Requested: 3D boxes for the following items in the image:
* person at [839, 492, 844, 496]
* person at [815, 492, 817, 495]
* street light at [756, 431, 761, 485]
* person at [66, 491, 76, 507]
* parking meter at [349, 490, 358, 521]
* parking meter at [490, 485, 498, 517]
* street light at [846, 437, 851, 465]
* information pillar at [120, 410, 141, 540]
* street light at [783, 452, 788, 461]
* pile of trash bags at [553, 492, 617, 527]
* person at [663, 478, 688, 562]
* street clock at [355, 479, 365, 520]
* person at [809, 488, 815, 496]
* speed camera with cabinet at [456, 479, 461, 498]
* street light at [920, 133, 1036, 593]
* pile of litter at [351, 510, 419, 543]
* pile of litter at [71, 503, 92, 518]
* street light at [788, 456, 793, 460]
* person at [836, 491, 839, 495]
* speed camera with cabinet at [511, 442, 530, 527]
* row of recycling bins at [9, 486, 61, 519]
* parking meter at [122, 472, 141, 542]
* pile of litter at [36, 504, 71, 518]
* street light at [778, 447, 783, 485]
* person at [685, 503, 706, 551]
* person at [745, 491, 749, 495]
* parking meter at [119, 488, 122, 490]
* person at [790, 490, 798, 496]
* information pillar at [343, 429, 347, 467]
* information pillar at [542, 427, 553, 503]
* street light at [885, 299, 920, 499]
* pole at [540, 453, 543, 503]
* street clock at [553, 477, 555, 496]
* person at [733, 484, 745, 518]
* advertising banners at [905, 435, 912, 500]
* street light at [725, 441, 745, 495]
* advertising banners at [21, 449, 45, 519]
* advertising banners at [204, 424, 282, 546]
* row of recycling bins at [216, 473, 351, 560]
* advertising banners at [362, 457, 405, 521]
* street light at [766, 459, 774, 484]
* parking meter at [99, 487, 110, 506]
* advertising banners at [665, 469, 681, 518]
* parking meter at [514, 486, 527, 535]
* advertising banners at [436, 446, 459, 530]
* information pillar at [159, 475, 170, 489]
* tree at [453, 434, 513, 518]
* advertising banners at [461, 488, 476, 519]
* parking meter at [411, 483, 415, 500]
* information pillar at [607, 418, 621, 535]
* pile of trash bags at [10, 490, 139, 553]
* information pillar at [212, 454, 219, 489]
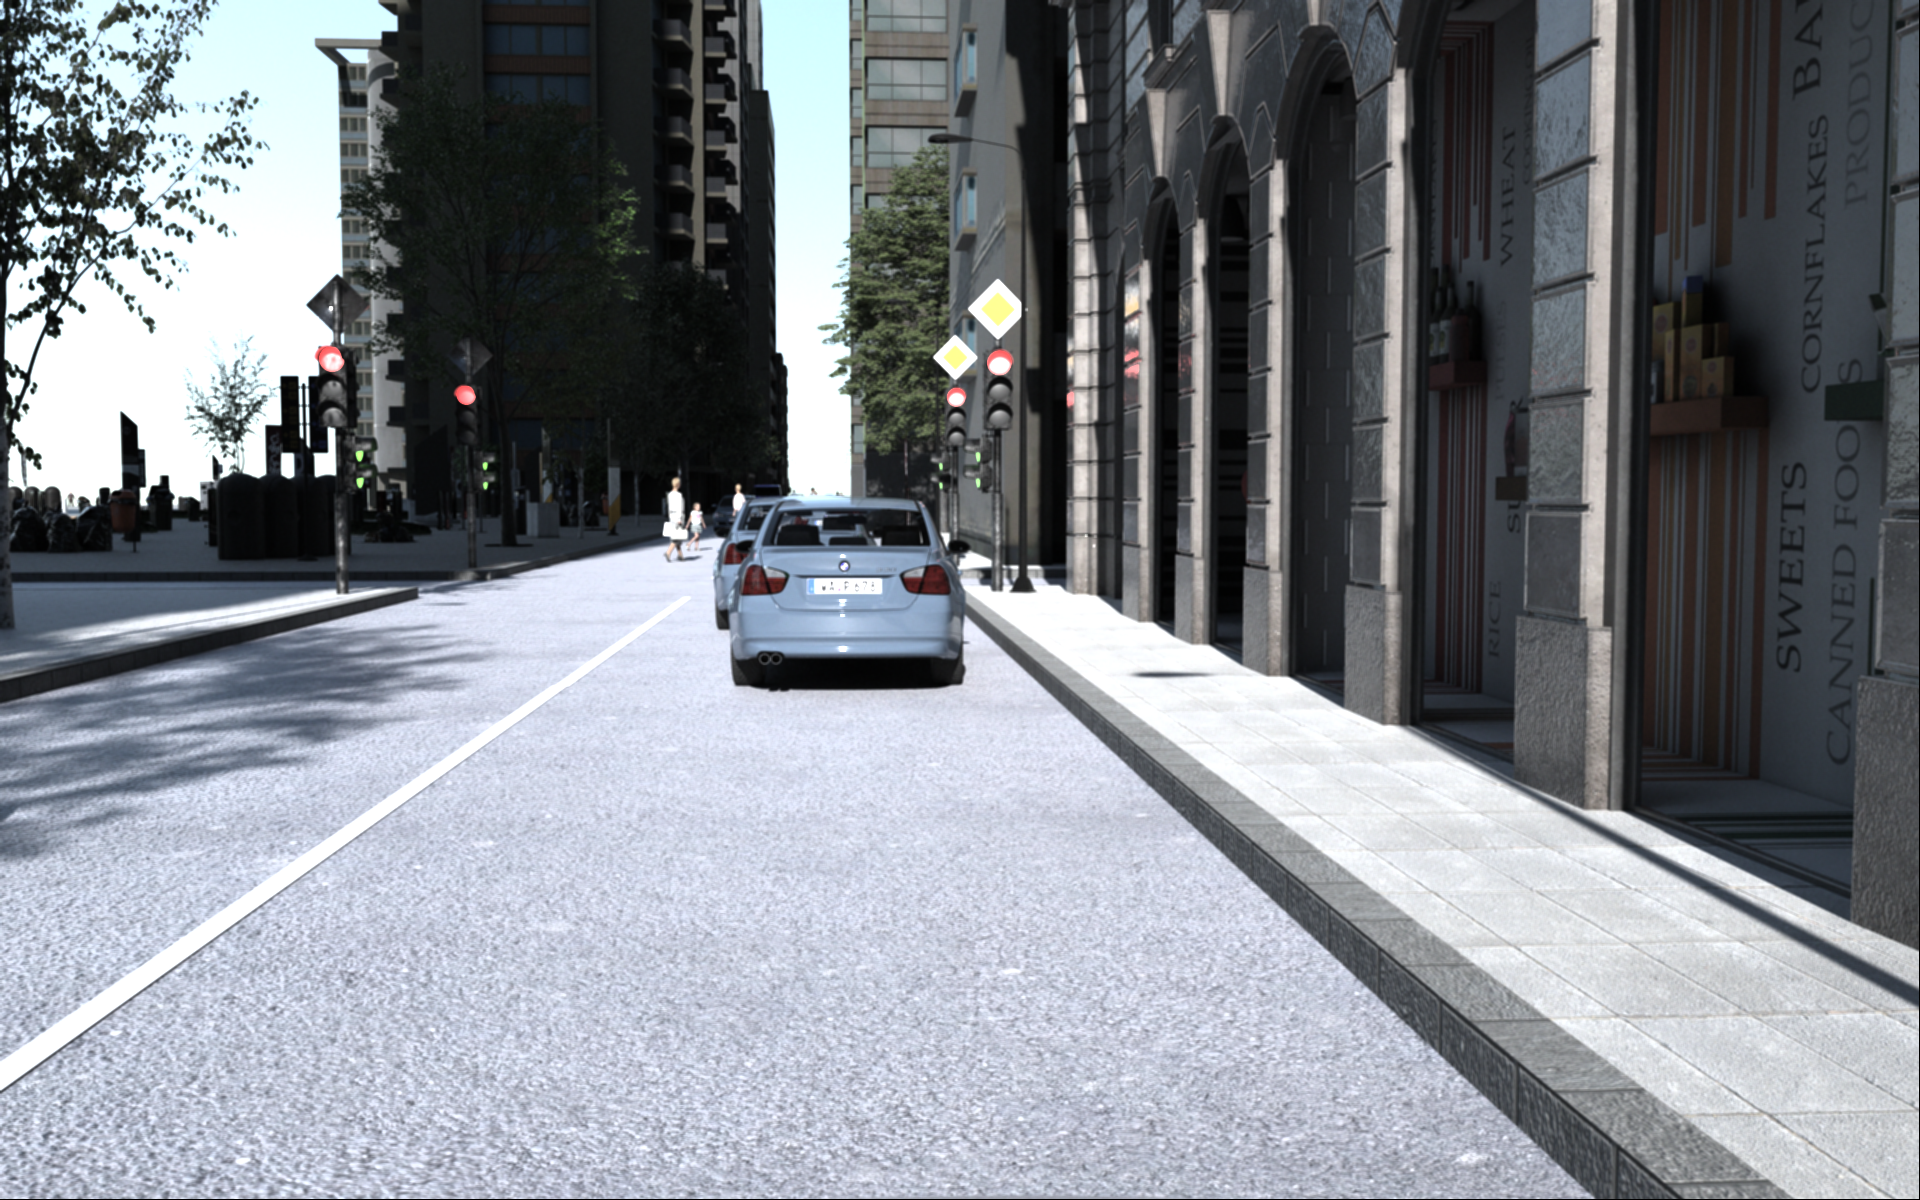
[{"bbox_3d":[-15.516,-13.323,226.863,0.617,1.759,0.750,1,4,9],"label":"person"},{"bbox_3d":[-17.567,-12.456,212.879,0.721,1.743,1.217,1,4,18],"label":"person"},{"bbox_3d":[-15.415,-9.526,128.294,1.470,5.913,1.316,0,4,-4],"label":"street light"},{"bbox_3d":[-92.848,-10.509,180.874,0.990,1.755,0.434,0,4,-4],"label":"person"},{"bbox_3d":[-24.417,-3.918,69.770,0.255,1.863,0.399,-3,5,-42],"label":"parking meter"},{"bbox_3d":[-26.222,-5.615,97.521,0.399,1.863,0.255,1,4,22],"label":"parking meter"},{"bbox_3d":[-8.172,-10.191,139.161,1.470,5.913,1.316,0,4,-4],"label":"street light"},{"bbox_3d":[-23.379,-3.512,48.777,0.183,3.616,0.504,3,4,36],"label":"information pillar"},{"bbox_3d":[-19.841,-13.270,189.505,1.470,5.913,1.316,0,4,-4],"label":"street light"},{"bbox_3d":[-14.774,-3.575,68.212,3.447,1.369,1.912,2,4,35],"label":"pile of trash bags"},{"bbox_3d":[-6.053,-1.702,36.677,0.624,1.780,0.694,-2,4,-30],"label":"person"},{"bbox_3d":[-23.875,-3.930,68.820,0.471,2.002,0.358,3,4,37],"label":"street clock"},{"bbox_3d":[-8.424,-5.483,98.418,0.850,1.792,0.678,0,4,3],"label":"person"},{"bbox_3d":[-30.493,-6.681,103.565,2.038,3.252,0.660,-1,4,-15],"label":"speed camera with cabinet"},{"bbox_3d":[0.284,-3.055,22.484,1.470,5.913,1.316,0,4,-4],"label":"street light"},{"bbox_3d":[-15.337,-1.965,46.098,1.719,0.858,1.176,-1,4,-10],"label":"pile of litter"},{"bbox_3d":[-43.933,-4.448,86.694,1.176,0.858,1.719,-2,4,-32],"label":"pile of litter"},{"bbox_3d":[-21.451,-14.567,210.717,1.470,5.913,1.316,0,4,-4],"label":"street light"},{"bbox_3d":[-17.588,-14.690,248.309,1.348,1.869,0.705,-3,5,-43],"label":"person"},{"bbox_3d":[-17.019,-4.399,66.263,0.660,3.252,2.038,0,4,1],"label":"speed camera with cabinet"},{"bbox_3d":[-48.330,-5.038,89.483,3.534,1.692,1.069,-1,4,-8],"label":"row of recycling bins"},{"bbox_3d":[-22.352,-2.510,46.746,0.255,1.863,0.399,1,4,18],"label":"parking meter"},{"bbox_3d":[-41.573,-3.944,78.450,1.719,0.858,1.176,0,4,1],"label":"pile of litter"},{"bbox_3d":[-18.505,-12.118,170.662,1.470,5.913,1.316,0,4,-4],"label":"street light"},{"bbox_3d":[-6.674,-1.854,43.821,0.382,1.210,0.505,3,4,39],"label":"person"},{"bbox_3d":[-12.791,-5.718,103.803,0.330,1.601,0.589,0,3,0],"label":"person"},{"bbox_3d":[-32.036,-3.549,66.435,0.372,1.533,0.369,0,3,0],"label":"parking meter"},{"bbox_3d":[-14.682,-8.865,153.426,1.348,1.826,0.705,1,4,13],"label":"person"},{"bbox_3d":[-21.969,-4.295,61.573,0.183,3.616,0.504,1,4,17],"label":"information pillar"},{"bbox_3d":[-14.434,-4.235,60.590,0.504,3.616,0.183,3,5,42],"label":"information pillar"},{"bbox_3d":[-1.078,-4.215,41.459,1.470,5.913,1.316,0,4,-4],"label":"street light"},{"bbox_3d":[-20.520,-5.580,85.083,0.158,3.312,0.155,0,3,0],"label":"pole"},{"bbox_3d":[-17.419,-4.228,73.690,0.358,2.002,0.471,1,4,8],"label":"street clock"},{"bbox_3d":[-6.665,-2.712,53.505,0.598,1.740,0.731,1,4,11],"label":"person"},{"bbox_3d":[-1.503,-3.312,50.346,0.090,3.025,2.074,0,4,-5],"label":"advertising banners"},{"bbox_3d":[-13.947,-8.230,107.105,1.470,5.913,1.316,0,4,-4],"label":"street light"},{"bbox_3d":[-35.839,-4.328,66.946,2.074,3.025,0.090,3,5,41],"label":"advertising banners"},{"bbox_3d":[-17.753,-2.867,43.067,0.090,3.025,2.074,3,5,44],"label":"advertising banners"},{"bbox_3d":[-13.661,-1.721,35.258,1.069,1.692,3.534,1,4,17],"label":"row of recycling bins"},{"bbox_3d":[-27.540,-5.280,82.513,2.074,3.025,0.090,-2,4,-35],"label":"advertising banners"},{"bbox_3d":[-17.007,-10.822,149.475,1.470,5.913,1.316,0,4,-4],"label":"street light"},{"bbox_3d":[-31.559,-3.396,63.934,0.372,1.533,0.369,0,3,0],"label":"parking meter"},{"bbox_3d":[-15.425,-5.939,93.295,0.090,3.025,2.074,-2,4,-35],"label":"advertising banners"},{"bbox_3d":[-13.874,-2.827,54.626,0.372,1.533,0.369,0,3,0],"label":"parking meter"},{"bbox_3d":[-18.483,-4.045,62.319,0.090,3.025,2.074,0,4,1],"label":"advertising banners"},{"bbox_3d":[-30.669,-3.810,66.790,0.304,2.012,0.304,-3,4,-39],"label":"information pillar"},{"bbox_3d":[-25.831,-6.729,93.730,4.285,4.588,4.351,0,3,0],"label":"tree"},{"bbox_3d":[-25.240,-5.634,88.307,2.074,3.025,0.090,1,4,14],"label":"advertising banners"},{"bbox_3d":[-25.512,-4.623,81.300,0.399,1.863,0.255,0,4,5],"label":"parking meter"},{"bbox_3d":[-10.769,-3.824,53.881,0.183,3.616,0.504,2,4,28],"label":"information pillar"},{"bbox_3d":[-19.563,-1.760,38.526,3.447,1.369,1.912,2,4,25],"label":"pile of trash bags"},{"bbox_3d":[-43.672,-6.745,101.640,0.183,3.616,0.504,1,4,14],"label":"information pillar"}]
